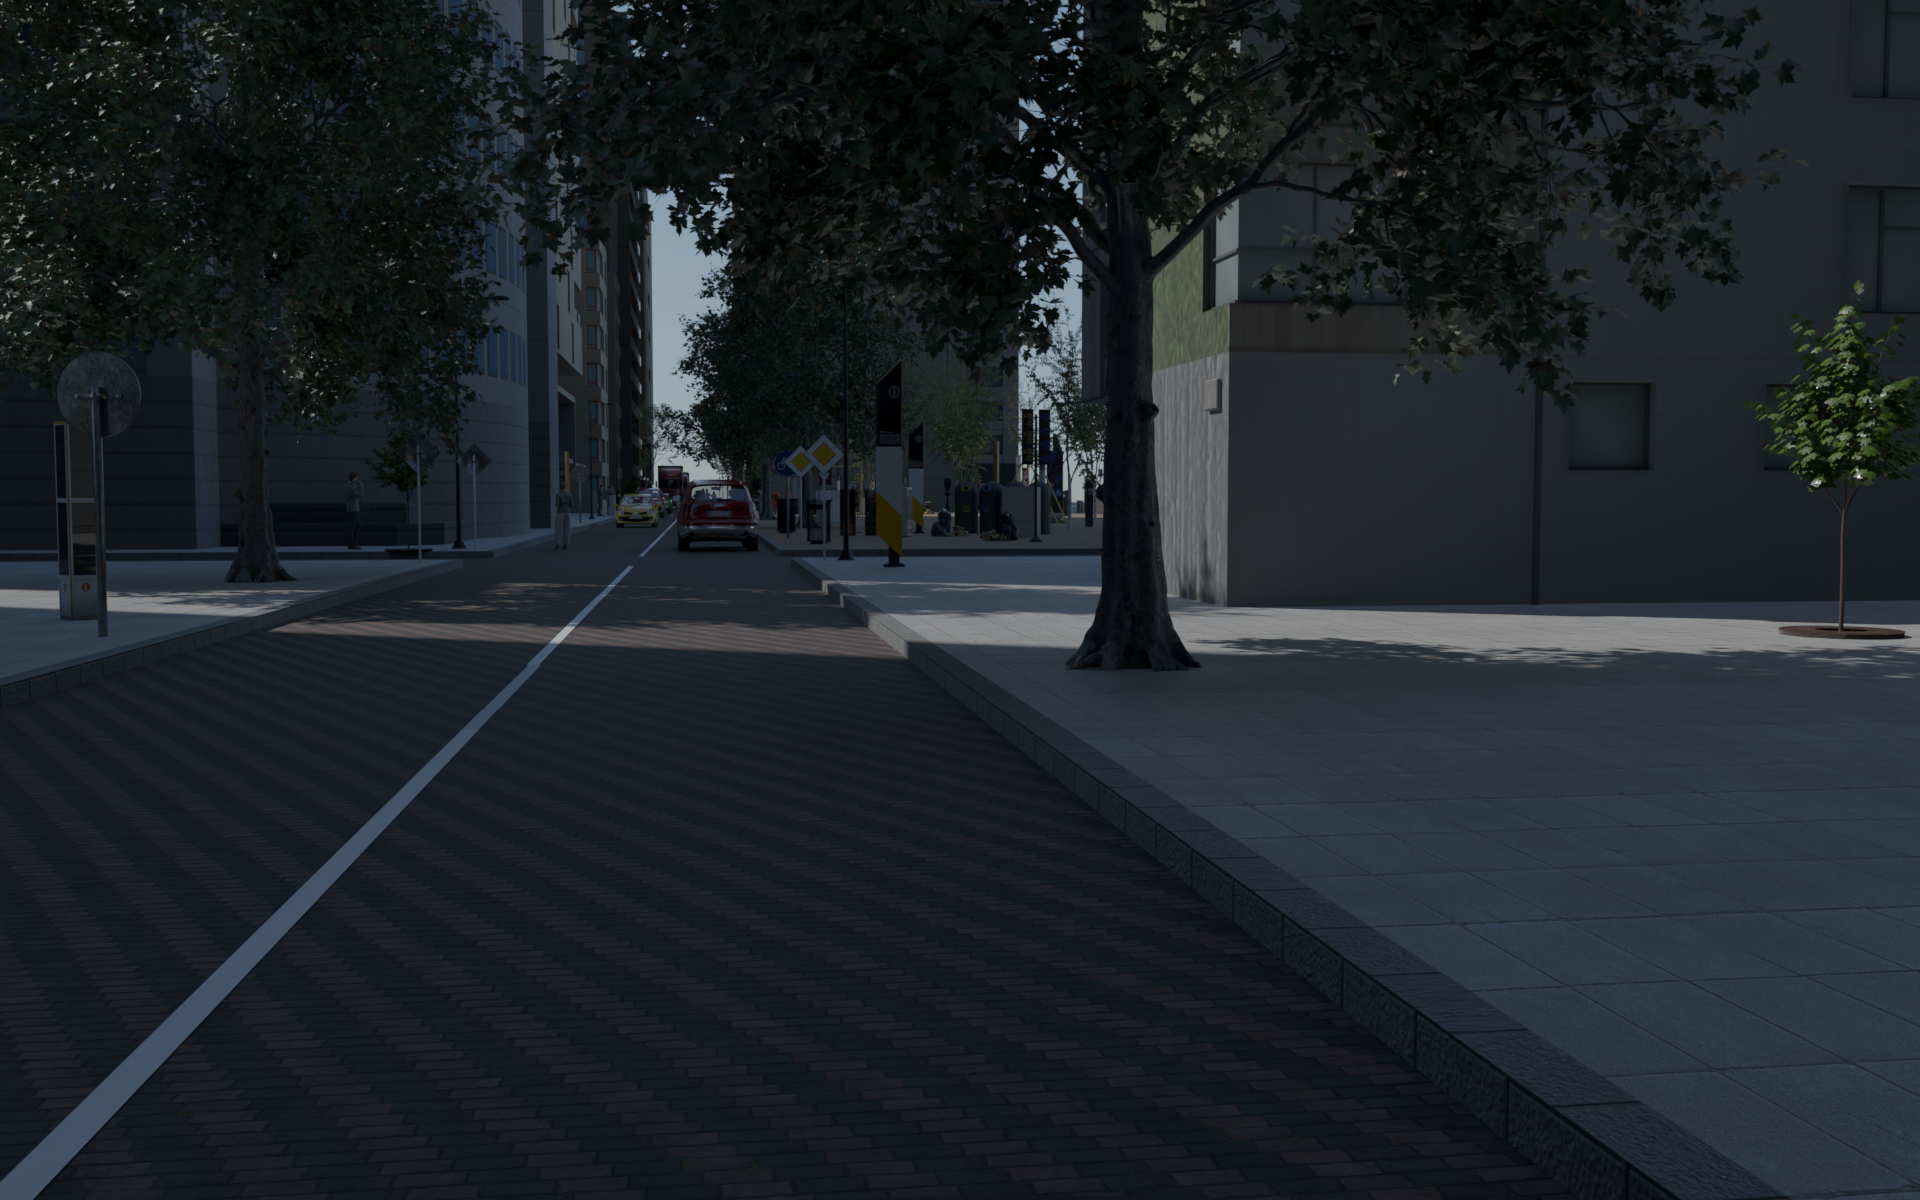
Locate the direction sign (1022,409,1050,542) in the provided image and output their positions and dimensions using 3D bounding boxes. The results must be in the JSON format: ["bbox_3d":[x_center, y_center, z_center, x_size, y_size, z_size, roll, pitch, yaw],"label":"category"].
[{"bbox_3d":[2.026,-3.317,46.229,0.876,3.537,0.379,-2,4,-29],"label":"direction sign"}]

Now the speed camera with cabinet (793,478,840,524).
[{"bbox_3d":[-6.234,-4.961,75.448,2.038,3.252,0.660,-1,4,-21],"label":"speed camera with cabinet"}]

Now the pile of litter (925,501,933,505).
[{"bbox_3d":[-2.162,-5.865,109.859,1.176,0.858,1.719,-3,4,-36],"label":"pile of litter"}]

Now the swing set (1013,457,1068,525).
[{"bbox_3d":[2.982,-4.659,73.788,2.862,2.851,3.119,0,4,-5],"label":"swing set"}]

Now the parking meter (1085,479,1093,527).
[{"bbox_3d":[5.079,-3.817,68.114,0.255,1.863,0.399,-1,4,-9],"label":"parking meter"}]

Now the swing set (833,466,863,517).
[{"bbox_3d":[-7.036,-6.037,96.322,3.119,2.851,2.862,0,4,-7],"label":"swing set"}]

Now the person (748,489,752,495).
[{"bbox_3d":[-15.816,-7.508,129.619,1.217,1.723,0.721,1,4,18],"label":"person"}]

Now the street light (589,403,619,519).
[{"bbox_3d":[-18.233,-7.073,88.186,1.470,5.913,1.316,-1,4,-8],"label":"street light"}]

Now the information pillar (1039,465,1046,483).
[{"bbox_3d":[2.821,-4.154,59.270,0.183,3.616,0.504,-1,4,-16],"label":"information pillar"}]

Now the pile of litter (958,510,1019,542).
[{"bbox_3d":[1.006,-2.061,47.656,1.176,0.858,1.719,3,4,37],"label":"pile of litter"}]

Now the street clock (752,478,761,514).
[{"bbox_3d":[-8.939,-4.372,76.045,0.358,2.002,0.471,1,4,16],"label":"street clock"}]

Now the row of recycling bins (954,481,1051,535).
[{"bbox_3d":[1.364,-2.985,55.915,3.534,1.692,1.069,2,4,32],"label":"row of recycling bins"}]

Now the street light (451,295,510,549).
[{"bbox_3d":[-11.216,-4.158,40.530,1.470,5.913,1.316,-1,4,-8],"label":"street light"}]

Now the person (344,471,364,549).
[{"bbox_3d":[-14.046,-2.076,40.166,0.473,1.802,0.592,-1,4,-15],"label":"person"}]

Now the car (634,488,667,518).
[{"bbox_3d":[-19.129,-5.962,106.150,2.281,1.827,5.304,-1,4,-9],"label":"car"}]

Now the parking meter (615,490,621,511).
[{"bbox_3d":[-22.336,-6.413,113.265,0.372,1.533,0.369,0,3,0],"label":"parking meter"}]

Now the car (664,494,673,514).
[{"bbox_3d":[-22.133,-7.274,127.717,1.959,1.807,4.718,0,4,-8],"label":"car"}]

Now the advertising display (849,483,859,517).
[{"bbox_3d":[-6.104,-5.740,99.070,0.123,1.923,0.974,-3,4,-39],"label":"advertising display"}]

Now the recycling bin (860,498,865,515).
[{"bbox_3d":[-5.742,-5.744,106.461,0.722,1.027,0.722,-1,4,-18],"label":"recycling bin"}]

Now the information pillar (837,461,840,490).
[{"bbox_3d":[-7.514,-7.079,107.103,0.183,3.616,0.504,0,4,8],"label":"information pillar"}]

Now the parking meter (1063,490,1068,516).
[{"bbox_3d":[6.084,-5.598,99.941,0.372,1.533,0.369,0,3,0],"label":"parking meter"}]

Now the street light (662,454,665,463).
[{"bbox_3d":[-34.678,-13.807,198.283,1.470,5.913,1.316,-1,4,-8],"label":"street light"}]

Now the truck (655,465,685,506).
[{"bbox_3d":[-28.743,-11.203,172.090,2.839,4.237,11.283,-1,4,-9],"label":"truck"}]

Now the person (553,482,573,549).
[{"bbox_3d":[-10.363,-2.209,45.165,0.519,1.759,0.362,-3,4,-38],"label":"person"}]

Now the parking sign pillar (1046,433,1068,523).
[{"bbox_3d":[4.191,-5.377,76.386,1.447,3.967,1.447,-1,4,-11],"label":"parking sign pillar"}]

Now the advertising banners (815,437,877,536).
[{"bbox_3d":[-3.421,-3.489,53.230,2.074,3.025,0.090,0,4,-7],"label":"advertising banners"}]

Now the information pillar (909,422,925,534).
[{"bbox_3d":[-1.414,-3.970,56.270,0.504,3.616,0.183,-1,4,-11],"label":"information pillar"}]

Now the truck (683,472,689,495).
[{"bbox_3d":[-36.140,-14.313,222.934,2.839,4.237,11.283,0,4,-8],"label":"truck"}]

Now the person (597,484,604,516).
[{"bbox_3d":[-20.969,-5.833,101.212,0.447,1.846,0.655,-2,4,-32],"label":"person"}]

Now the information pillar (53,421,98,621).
[{"bbox_3d":[-9.006,-0.807,17.679,0.304,2.012,0.304,3,5,41],"label":"information pillar"}]

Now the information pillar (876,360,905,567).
[{"bbox_3d":[-1.232,-2.386,30.361,0.504,3.616,0.183,-2,4,-30],"label":"information pillar"}]

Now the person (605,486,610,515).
[{"bbox_3d":[-21.811,-6.215,107.752,0.635,1.810,0.391,2,4,27],"label":"person"}]

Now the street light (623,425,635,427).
[{"bbox_3d":[-22.518,-8.797,116.373,1.470,5.913,1.316,-1,4,-8],"label":"street light"}]

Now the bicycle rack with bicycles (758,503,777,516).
[{"bbox_3d":[-11.337,-5.517,103.586,2.852,0.926,2.925,2,4,35],"label":"bicycle rack with bicycles"}]

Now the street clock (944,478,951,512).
[{"bbox_3d":[-0.566,-4.541,78.811,0.358,2.002,0.471,-1,4,-17],"label":"street clock"}]

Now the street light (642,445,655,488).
[{"bbox_3d":[-29.571,-11.726,164.263,1.470,5.913,1.316,-1,4,-8],"label":"street light"}]

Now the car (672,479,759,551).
[{"bbox_3d":[-6.328,-2.223,45.022,2.281,1.827,5.304,-1,4,-9],"label":"car"}]

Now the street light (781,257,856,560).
[{"bbox_3d":[-2.743,-3.721,33.375,1.470,5.913,1.316,-1,4,-8],"label":"street light"}]

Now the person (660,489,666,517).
[{"bbox_3d":[-18.831,-6.145,109.304,0.599,1.781,0.374,-3,4,-37],"label":"person"}]

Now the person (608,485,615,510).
[{"bbox_3d":[-20.808,-5.960,103.671,0.473,1.802,0.592,1,4,9],"label":"person"}]

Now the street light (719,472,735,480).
[{"bbox_3d":[-19.258,-10.464,143.623,1.470,5.913,1.316,-1,4,-8],"label":"street light"}]

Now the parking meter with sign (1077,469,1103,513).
[{"bbox_3d":[8.907,-7.525,119.293,1.738,3.016,0.543,-1,4,-20],"label":"parking meter with sign"}]

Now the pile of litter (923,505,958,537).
[{"bbox_3d":[-0.232,-2.367,52.673,1.176,0.858,1.719,3,5,39],"label":"pile of litter"}]

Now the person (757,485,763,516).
[{"bbox_3d":[-11.172,-5.573,97.429,0.678,1.792,0.850,-2,4,-33],"label":"person"}]

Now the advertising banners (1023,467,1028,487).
[{"bbox_3d":[4.988,-7.189,113.733,2.074,3.025,0.090,2,4,25],"label":"advertising banners"}]

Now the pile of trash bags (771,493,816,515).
[{"bbox_3d":[-10.704,-6.375,113.982,1.912,1.369,3.447,1,4,16],"label":"pile of trash bags"}]

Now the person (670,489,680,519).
[{"bbox_3d":[-16.080,-5.445,98.278,0.466,1.731,0.760,3,5,43],"label":"person"}]

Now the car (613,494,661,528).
[{"bbox_3d":[-13.927,-3.948,74.773,2.015,1.641,3.980,0,4,-8],"label":"car"}]
